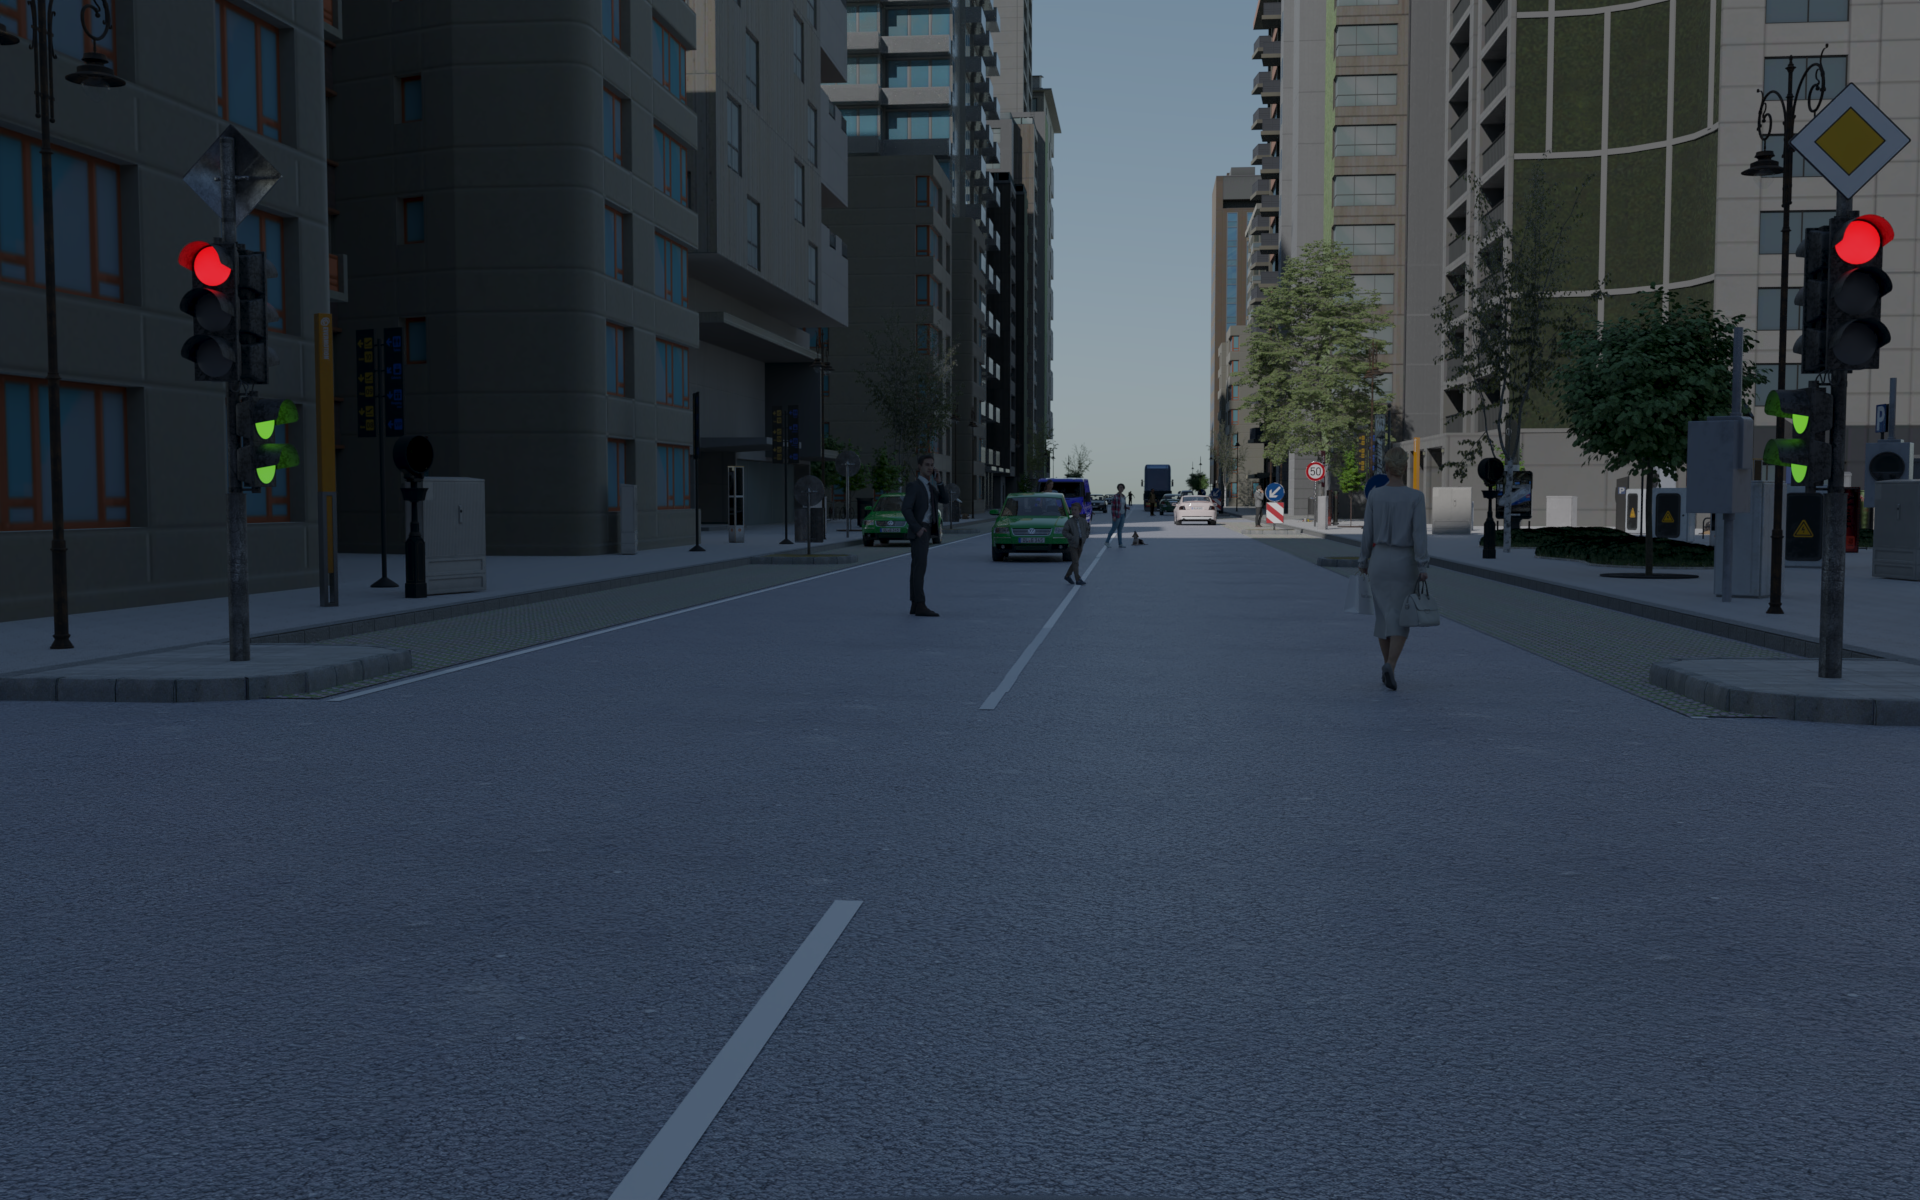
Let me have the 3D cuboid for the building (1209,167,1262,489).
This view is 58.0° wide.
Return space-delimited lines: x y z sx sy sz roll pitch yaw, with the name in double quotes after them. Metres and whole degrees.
41.487 -35.869 236.560 14.600 45.320 14.200 0 4 6 "building"

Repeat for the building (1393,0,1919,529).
30.000 -38.672 70.535 20.563 71.187 20.611 0 4 6 "building"

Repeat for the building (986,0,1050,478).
-0.065 -46.472 198.069 20.563 71.187 20.611 0 4 6 "building"

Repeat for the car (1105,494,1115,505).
17.931 -12.073 207.187 2.009 1.686 4.222 0 4 7 "car"

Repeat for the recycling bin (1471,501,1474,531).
17.470 -2.940 60.622 0.722 1.027 0.722 -2 4 -24 "recycling bin"

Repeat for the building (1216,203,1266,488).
48.591 -32.062 216.092 32.217 40.220 23.993 0 4 6 "building"

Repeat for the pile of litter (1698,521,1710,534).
24.479 -2.524 55.236 1.719 0.858 1.176 1 4 21 "pile of litter"

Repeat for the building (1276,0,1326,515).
31.924 -35.037 114.858 21.231 58.520 28.212 0 4 6 "building"

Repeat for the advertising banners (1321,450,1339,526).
14.891 -4.503 69.808 0.090 3.025 2.074 2 4 33 "advertising banners"

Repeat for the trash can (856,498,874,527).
-3.663 -3.369 66.729 0.748 1.137 0.748 0 3 0 "trash can"

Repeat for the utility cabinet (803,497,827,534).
-4.658 -2.718 55.603 0.306 1.237 1.020 2 4 27 "utility cabinet"

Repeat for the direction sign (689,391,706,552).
-5.885 -2.857 38.704 0.379 3.537 0.876 -1 4 -16 "direction sign"

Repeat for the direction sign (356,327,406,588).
-7.931 -1.943 23.767 0.876 3.537 0.379 2 4 28 "direction sign"

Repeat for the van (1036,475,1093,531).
3.825 -3.669 64.374 2.240 2.365 5.245 0 4 8 "van"

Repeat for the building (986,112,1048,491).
1.738 -30.403 180.691 14.154 41.232 14.086 0 4 6 "building"

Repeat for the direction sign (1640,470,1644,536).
18.938 -3.428 48.052 0.379 3.537 0.876 3 4 36 "direction sign"

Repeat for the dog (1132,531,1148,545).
5.057 -1.734 48.543 0.748 0.427 0.550 -1 4 -20 "dog"

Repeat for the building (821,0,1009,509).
-8.662 -31.413 133.213 23.786 49.044 30.456 0 4 6 "building"

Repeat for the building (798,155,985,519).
-13.585 -15.859 104.328 27.650 21.520 28.899 0 4 6 "building"

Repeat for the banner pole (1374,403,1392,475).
11.653 -3.528 47.701 0.863 3.779 0.401 -3 4 -39 "banner pole"

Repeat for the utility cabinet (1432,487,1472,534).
15.489 -2.804 54.523 1.173 1.500 0.318 1 4 21 "utility cabinet"

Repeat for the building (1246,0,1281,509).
35.597 -29.915 143.731 22.147 44.769 28.867 0 4 6 "building"

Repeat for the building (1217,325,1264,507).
42.960 -21.142 190.714 27.650 21.520 28.899 0 4 6 "building"

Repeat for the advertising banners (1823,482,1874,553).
19.370 -2.539 37.703 2.074 3.025 0.090 1 4 19 "advertising banners"

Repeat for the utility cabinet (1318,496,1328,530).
13.151 -3.158 62.787 0.306 1.237 1.020 1 4 17 "utility cabinet"

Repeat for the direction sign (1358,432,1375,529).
14.951 -4.382 63.649 0.379 3.537 0.876 -2 4 -32 "direction sign"

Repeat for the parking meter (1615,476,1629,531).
21.671 -3.119 56.704 0.399 1.863 0.255 2 4 33 "parking meter"

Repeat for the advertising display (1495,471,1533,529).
15.318 -2.611 47.900 0.974 1.923 0.123 2 4 28 "advertising display"

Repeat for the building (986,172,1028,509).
-1.386 -23.466 155.374 14.160 30.474 14.107 0 4 6 "building"

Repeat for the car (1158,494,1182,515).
14.606 -6.536 118.666 2.131 1.459 4.920 0 4 8 "car"

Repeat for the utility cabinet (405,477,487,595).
-6.581 -0.829 22.231 0.318 1.500 1.173 2 4 24 "utility cabinet"

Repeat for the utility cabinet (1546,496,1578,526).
20.049 -2.847 57.712 0.306 1.237 1.020 -2 4 -34 "utility cabinet"

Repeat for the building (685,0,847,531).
-19.388 -29.171 66.189 28.713 52.752 27.495 0 4 6 "building"

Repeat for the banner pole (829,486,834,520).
-6.376 -5.799 84.831 0.863 3.779 0.401 3 4 37 "banner pole"

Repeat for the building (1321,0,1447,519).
26.891 -25.144 94.691 14.154 41.232 14.086 0 4 6 "building"

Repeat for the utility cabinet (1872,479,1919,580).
14.114 -1.053 25.904 0.318 1.500 1.173 0 4 -1 "utility cabinet"

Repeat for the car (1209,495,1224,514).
17.793 -6.751 122.961 1.945 1.354 3.894 0 4 6 "car"

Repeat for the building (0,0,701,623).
-21.945 -11.379 31.082 27.650 21.520 28.899 0 4 6 "building"

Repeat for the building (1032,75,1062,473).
-1.847 -38.833 224.152 28.713 52.752 27.495 0 4 6 "building"

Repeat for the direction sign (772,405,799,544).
-4.448 -3.196 44.246 0.876 3.537 0.379 2 4 35 "direction sign"

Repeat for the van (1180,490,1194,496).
24.886 -11.193 190.010 2.013 2.044 4.112 0 4 6 "van"

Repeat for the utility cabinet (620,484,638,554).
-7.056 -1.732 36.999 0.318 1.500 1.173 0 4 -8 "utility cabinet"
